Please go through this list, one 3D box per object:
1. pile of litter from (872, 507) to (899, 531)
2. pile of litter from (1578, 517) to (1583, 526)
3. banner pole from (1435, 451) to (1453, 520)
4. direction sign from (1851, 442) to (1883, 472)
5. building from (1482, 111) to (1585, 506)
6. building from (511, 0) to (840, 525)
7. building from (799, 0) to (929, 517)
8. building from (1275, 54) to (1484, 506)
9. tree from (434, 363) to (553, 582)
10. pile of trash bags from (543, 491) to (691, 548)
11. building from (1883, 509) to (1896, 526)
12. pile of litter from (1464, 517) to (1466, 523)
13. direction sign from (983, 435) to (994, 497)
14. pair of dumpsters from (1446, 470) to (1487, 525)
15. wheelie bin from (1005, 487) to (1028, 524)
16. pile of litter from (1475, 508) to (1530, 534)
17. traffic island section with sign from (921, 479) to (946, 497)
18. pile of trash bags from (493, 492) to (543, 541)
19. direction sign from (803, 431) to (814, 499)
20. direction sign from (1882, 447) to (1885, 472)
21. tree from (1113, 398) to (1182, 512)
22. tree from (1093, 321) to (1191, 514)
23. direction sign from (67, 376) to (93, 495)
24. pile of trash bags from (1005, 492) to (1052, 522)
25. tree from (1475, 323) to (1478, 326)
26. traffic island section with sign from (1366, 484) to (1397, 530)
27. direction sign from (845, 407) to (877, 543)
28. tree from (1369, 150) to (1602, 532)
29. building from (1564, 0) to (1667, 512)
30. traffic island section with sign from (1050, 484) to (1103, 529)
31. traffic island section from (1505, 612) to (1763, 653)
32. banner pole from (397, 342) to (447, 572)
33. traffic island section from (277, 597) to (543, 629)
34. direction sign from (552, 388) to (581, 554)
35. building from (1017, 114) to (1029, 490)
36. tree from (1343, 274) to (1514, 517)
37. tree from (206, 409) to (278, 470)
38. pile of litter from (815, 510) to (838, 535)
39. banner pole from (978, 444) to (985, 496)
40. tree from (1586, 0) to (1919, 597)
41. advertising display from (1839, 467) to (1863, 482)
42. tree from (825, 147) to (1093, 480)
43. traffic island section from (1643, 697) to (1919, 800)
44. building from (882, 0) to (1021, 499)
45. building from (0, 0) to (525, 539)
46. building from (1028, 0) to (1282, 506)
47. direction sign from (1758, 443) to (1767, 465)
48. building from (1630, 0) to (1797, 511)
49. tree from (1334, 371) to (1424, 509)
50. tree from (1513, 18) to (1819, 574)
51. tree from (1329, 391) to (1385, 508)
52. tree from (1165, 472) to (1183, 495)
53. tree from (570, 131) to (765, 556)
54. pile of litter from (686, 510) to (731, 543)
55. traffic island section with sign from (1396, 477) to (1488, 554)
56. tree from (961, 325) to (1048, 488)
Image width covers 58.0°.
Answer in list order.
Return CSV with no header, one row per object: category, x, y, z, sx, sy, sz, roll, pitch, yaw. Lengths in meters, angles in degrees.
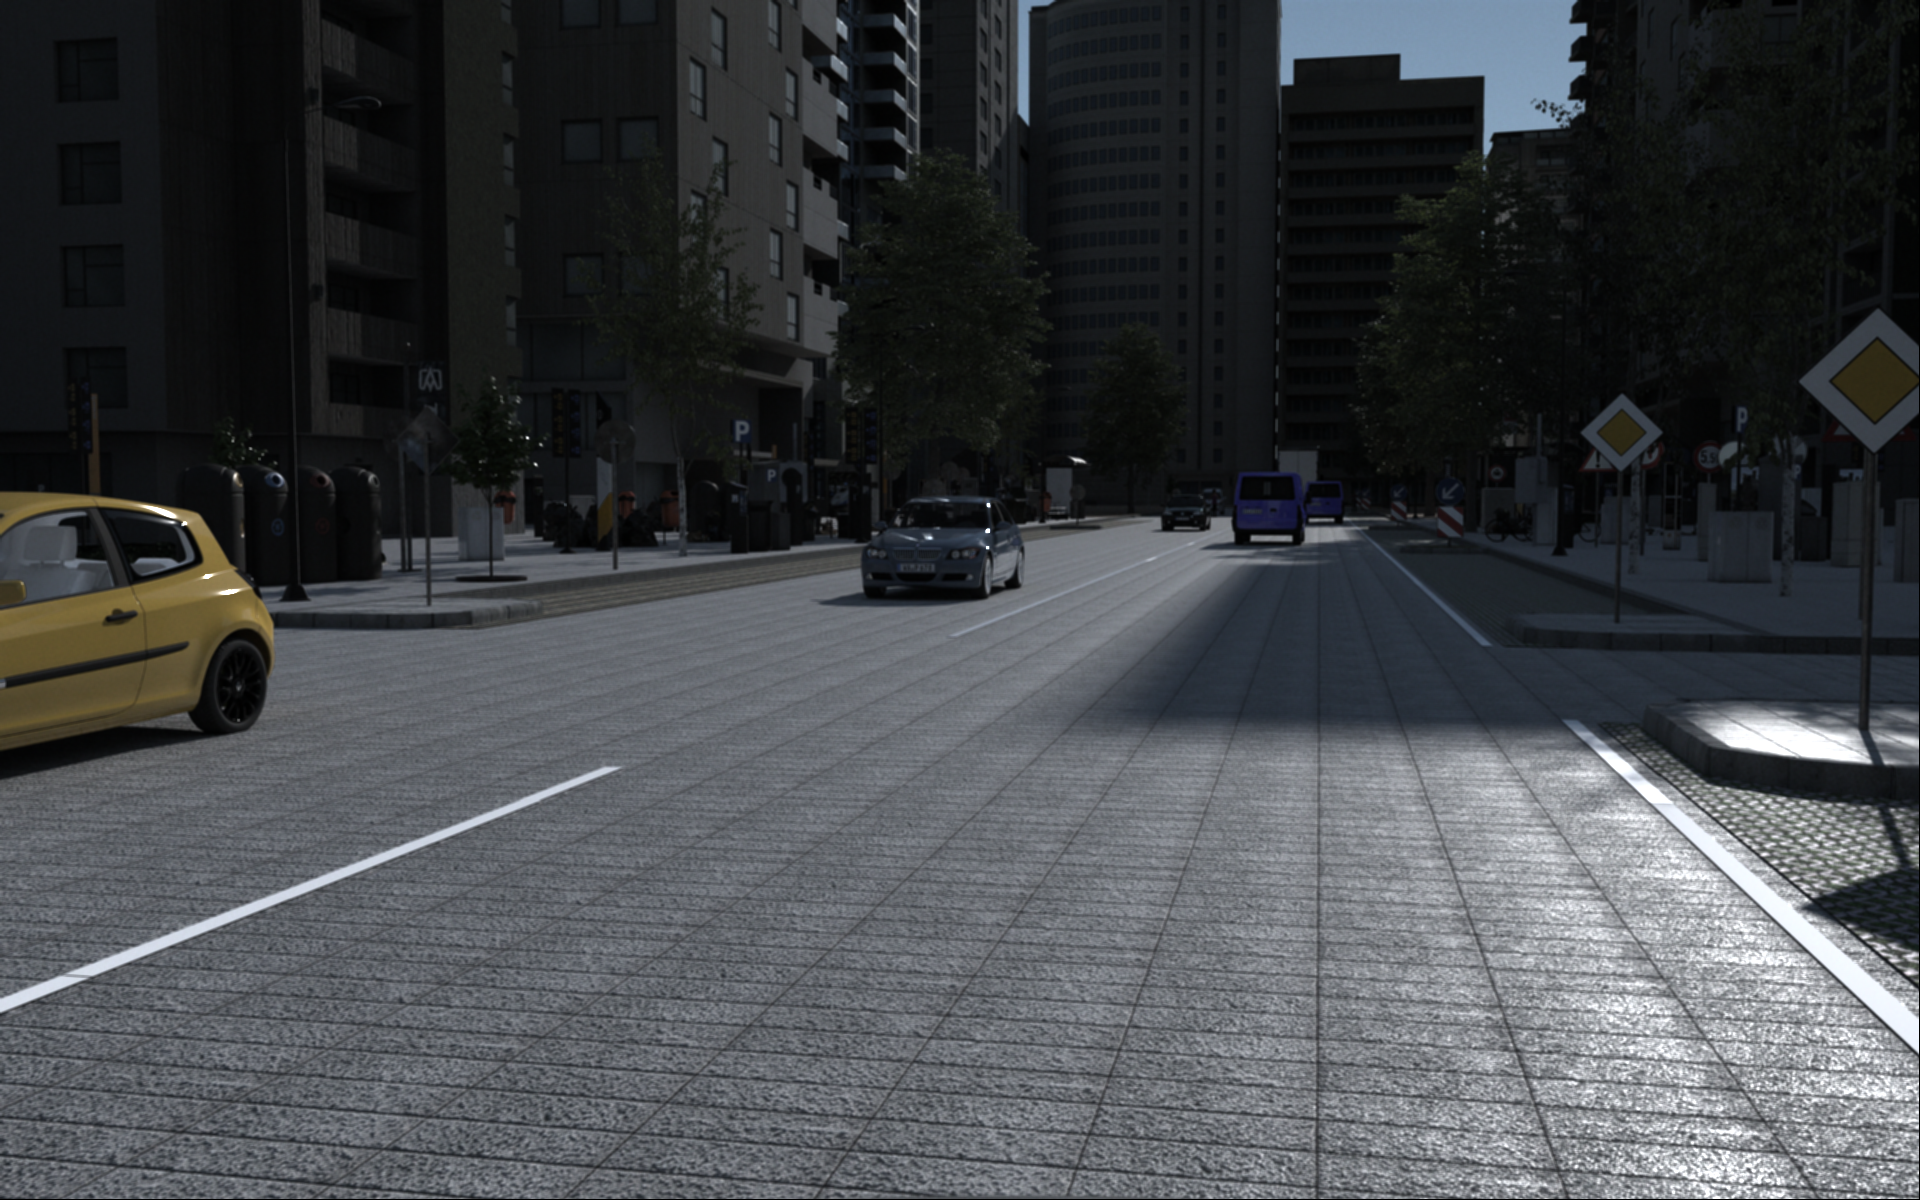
pile of litter,-2.529,-2.817,60.016,1.176,0.858,1.719,-3,5,-44
pile of litter,22.667,-3.125,65.059,1.719,0.858,1.176,-1,4,-21
banner pole,23.961,-5.848,85.639,0.863,3.779,0.401,1,4,20
direction sign,22.630,-3.151,43.513,0.379,3.537,0.876,0,4,-2
building,64.679,-30.870,188.314,14.086,41.232,14.154,1,4,12
building,-21.857,-30.290,84.476,28.713,52.752,27.495,1,4,12
building,-14.388,-48.901,112.208,22.319,86.520,31.000,1,4,12
building,46.806,-34.953,195.183,21.600,48.544,21.300,1,4,12
tree,-7.024,-1.904,25.740,1.663,3.219,1.824,0,3,0
pile of trash bags,-8.146,-1.998,42.417,1.912,1.369,3.447,3,4,38
building,45.614,-38.647,70.133,20.563,71.187,20.611,1,4,12
pile of litter,21.711,-3.797,76.053,1.719,0.858,1.176,-2,4,-31
direction sign,1.098,-4.568,66.690,0.379,3.537,0.876,-2,4,-25
pair of dumpsters,21.158,-4.293,72.681,1.574,2.255,4.437,1,4,12
wheelie bin,2.395,-4.039,73.948,0.980,1.594,0.693,-2,4,-29
pile of litter,17.525,-2.561,55.832,1.176,0.858,1.719,-3,5,-43
traffic island section with sign,-0.729,-2.173,44.149,1.989,1.847,2.006,1,4,12
pile of trash bags,-11.198,-2.327,47.804,3.447,1.369,1.912,0,4,6
direction sign,-5.462,-4.318,62.602,0.379,3.537,0.876,-2,4,-29
direction sign,32.377,-4.257,61.606,0.876,3.537,0.379,2,4,34
tree,14.623,-11.119,132.165,4.737,8.622,4.395,0,3,0
tree,11.673,-11.964,113.731,7.486,12.596,7.792,0,3,0
direction sign,-17.068,-2.547,33.643,0.876,3.537,0.379,3,4,37
pile of trash bags,2.814,-4.353,80.930,3.447,1.369,1.912,-2,4,-32
tree,16.701,-6.056,49.379,4.360,8.622,3.978,0,3,0
traffic island section with sign,17.309,-3.687,68.913,1.989,1.847,2.006,1,4,12
direction sign,-2.590,-3.270,45.461,0.876,3.537,0.379,-2,4,-24
tree,17.279,-8.512,57.300,7.486,12.596,7.792,0,3,0
building,58.293,-29.156,131.328,22.147,44.769,28.867,1,4,12
traffic island section with sign,4.807,-3.803,70.805,1.989,1.847,2.006,1,4,12
traffic island section,6.560,0.308,17.245,2.009,0.180,2.903,1,4,12
banner pole,-8.902,-2.364,28.668,0.863,3.779,0.401,0,4,-6
traffic island section,-6.111,0.147,19.872,2.009,0.180,2.903,1,4,12
direction sign,-8.456,-2.769,37.268,0.379,3.537,0.876,2,4,28
building,0.972,-33.714,201.341,14.200,45.320,14.600,1,4,12
tree,26.916,-11.728,98.402,9.857,13.997,8.962,0,3,0
tree,-16.596,-2.727,39.189,1.663,3.219,1.824,0,3,0
pile of litter,-4.352,-2.498,54.808,1.176,0.858,1.719,1,4,22
banner pole,0.837,-4.833,69.038,0.401,3.779,0.863,2,4,26
tree,10.150,-4.356,21.576,4.737,8.622,4.395,0,3,0
advertising display,21.354,-2.238,41.798,0.974,1.923,0.123,2,4,33
tree,-0.430,-8.505,57.184,7.486,12.596,7.792,0,3,0
traffic island section,4.936,0.786,9.426,2.009,0.180,2.903,1,4,12
building,-6.557,-43.448,148.620,20.611,71.187,20.563,1,4,12
building,-22.323,-17.005,49.725,14.160,30.474,14.107,1,4,12
building,22.502,-40.265,200.327,28.212,58.520,21.231,1,4,12
direction sign,35.523,-5.168,76.488,0.876,3.537,0.379,-2,4,-26
building,56.512,-31.406,102.726,28.713,52.752,27.495,1,4,12
tree,37.340,-14.265,150.242,9.611,12.733,9.660,0,3,0
tree,11.014,-4.713,27.412,4.360,8.622,3.978,0,3,0
tree,39.867,-15.415,162.397,12.009,13.543,11.850,0,3,0
tree,18.151,-9.465,149.361,1.663,3.219,1.824,0,3,0
tree,-5.751,-5.196,35.320,4.737,8.622,4.395,0,3,0
pile of litter,-6.833,-1.978,46.298,1.176,0.858,1.719,3,5,45
traffic island section with sign,11.713,-2.040,41.986,1.989,1.847,2.006,1,4,12
tree,1.754,-7.448,72.137,4.737,8.622,4.395,0,3,0
